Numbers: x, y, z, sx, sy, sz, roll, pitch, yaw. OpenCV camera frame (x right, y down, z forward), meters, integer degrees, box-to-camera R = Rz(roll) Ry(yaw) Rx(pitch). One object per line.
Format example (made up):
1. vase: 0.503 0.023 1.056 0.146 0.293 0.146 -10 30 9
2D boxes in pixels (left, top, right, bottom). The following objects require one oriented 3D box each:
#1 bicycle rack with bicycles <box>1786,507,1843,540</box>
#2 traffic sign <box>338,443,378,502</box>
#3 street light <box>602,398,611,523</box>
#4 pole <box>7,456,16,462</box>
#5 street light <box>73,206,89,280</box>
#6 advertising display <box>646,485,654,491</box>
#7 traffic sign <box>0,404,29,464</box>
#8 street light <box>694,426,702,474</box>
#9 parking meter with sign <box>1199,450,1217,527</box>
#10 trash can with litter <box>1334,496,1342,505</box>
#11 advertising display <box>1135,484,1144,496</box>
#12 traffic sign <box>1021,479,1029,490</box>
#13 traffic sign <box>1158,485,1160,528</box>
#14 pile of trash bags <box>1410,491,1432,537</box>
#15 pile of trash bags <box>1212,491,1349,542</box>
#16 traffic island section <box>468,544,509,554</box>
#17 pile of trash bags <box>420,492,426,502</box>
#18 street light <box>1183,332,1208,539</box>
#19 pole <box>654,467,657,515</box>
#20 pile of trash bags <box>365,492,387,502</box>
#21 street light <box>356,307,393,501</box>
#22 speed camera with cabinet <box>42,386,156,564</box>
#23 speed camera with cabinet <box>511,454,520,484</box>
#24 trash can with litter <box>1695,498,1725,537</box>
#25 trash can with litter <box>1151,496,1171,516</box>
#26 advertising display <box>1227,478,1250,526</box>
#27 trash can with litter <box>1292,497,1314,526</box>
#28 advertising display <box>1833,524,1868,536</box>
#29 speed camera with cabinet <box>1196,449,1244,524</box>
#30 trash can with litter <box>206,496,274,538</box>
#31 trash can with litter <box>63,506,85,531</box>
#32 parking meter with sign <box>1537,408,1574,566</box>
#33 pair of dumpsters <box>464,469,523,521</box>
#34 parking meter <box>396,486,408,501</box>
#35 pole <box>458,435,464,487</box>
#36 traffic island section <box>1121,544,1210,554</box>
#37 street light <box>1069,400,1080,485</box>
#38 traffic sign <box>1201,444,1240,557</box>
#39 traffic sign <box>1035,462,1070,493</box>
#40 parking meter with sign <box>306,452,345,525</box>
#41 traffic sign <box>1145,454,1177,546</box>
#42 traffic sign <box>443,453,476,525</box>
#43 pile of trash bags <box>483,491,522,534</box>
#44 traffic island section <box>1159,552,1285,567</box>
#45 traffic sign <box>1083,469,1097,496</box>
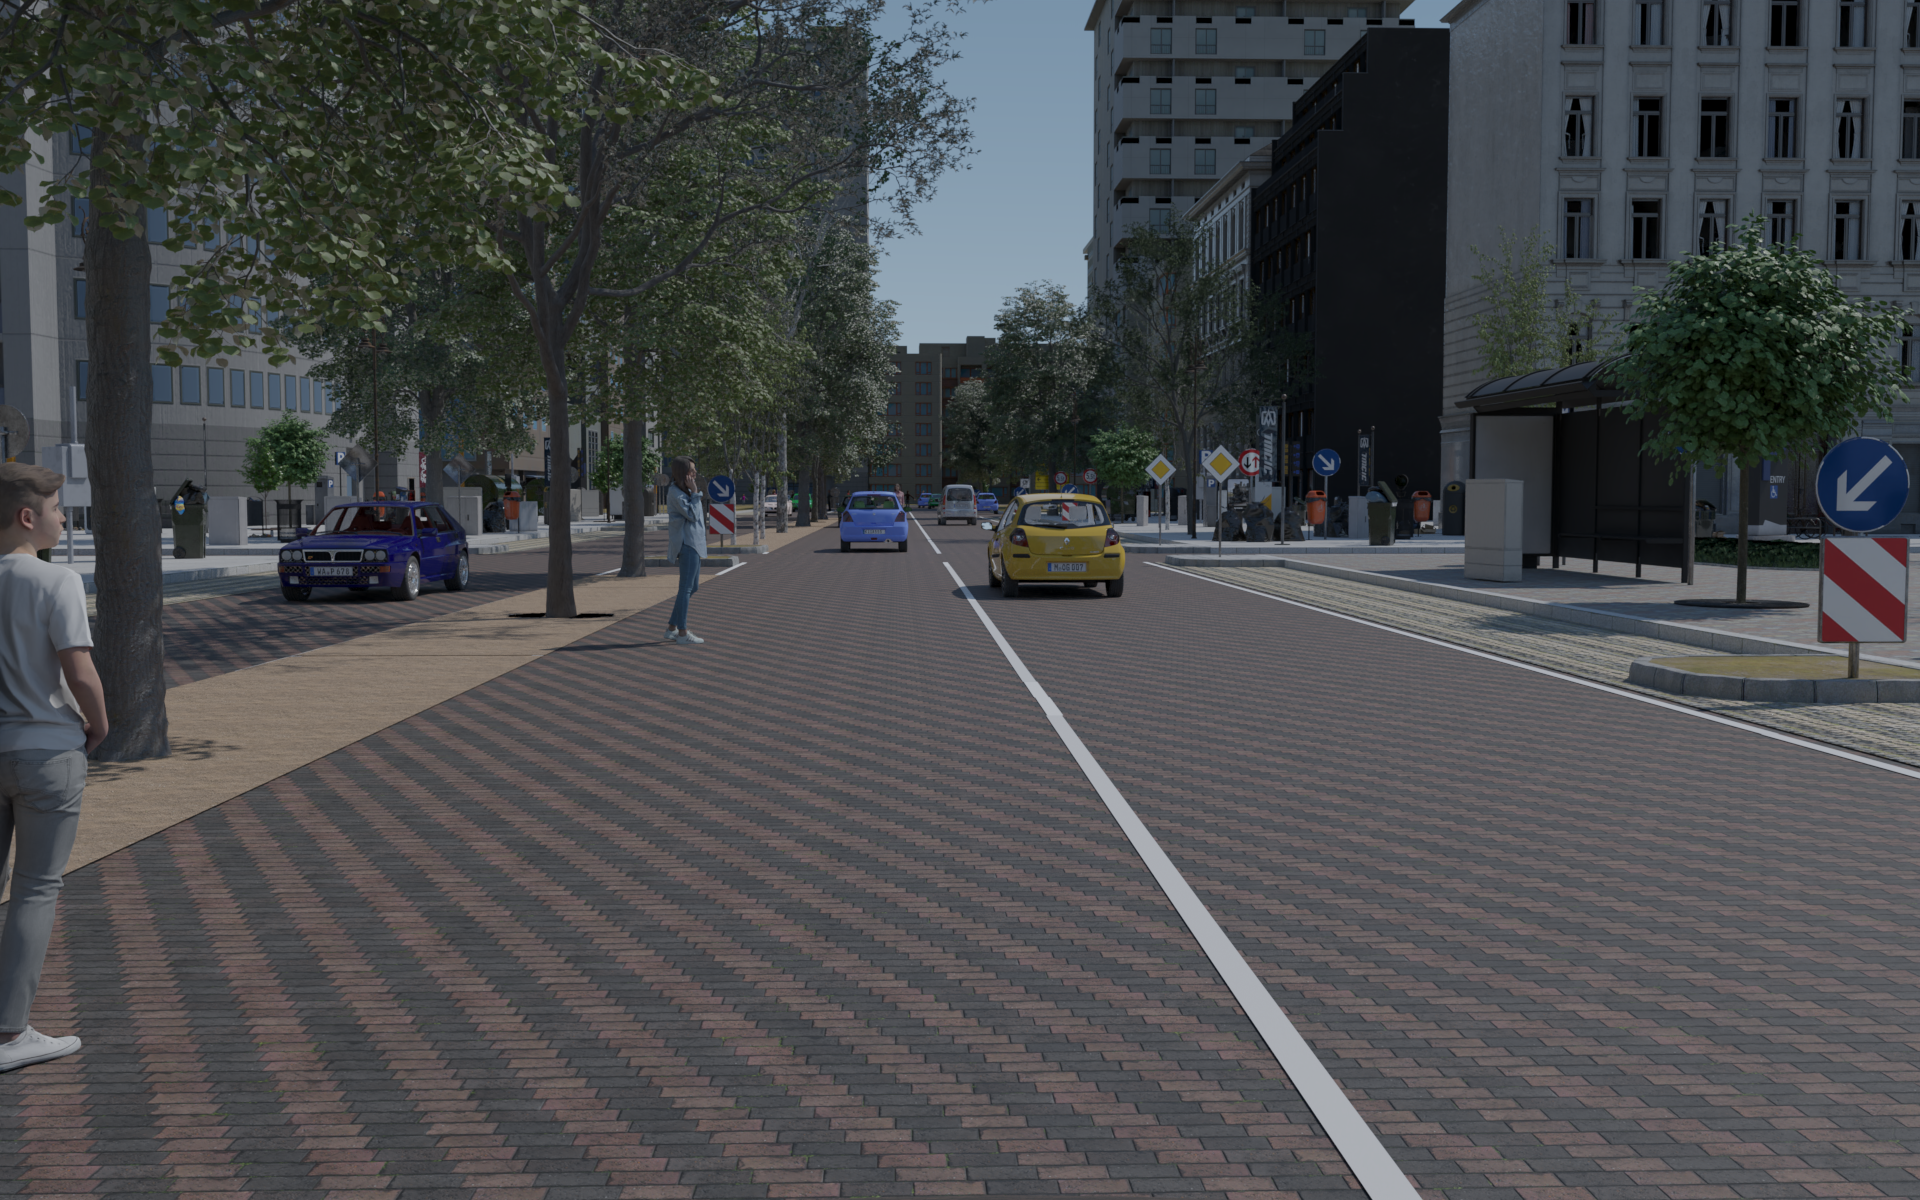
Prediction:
1. bicycle rack with bicycles: 23.907 -2.215 49.602 2.852 0.926 2.925 -3 5 -44
2. traffic sign: -11.967 -1.884 34.452 0.795 2.450 0.064 0 4 -2
3. street light: -15.594 -6.360 76.775 0.468 5.910 1.993 0 4 -2
4. pole: -24.831 -3.150 45.353 0.158 3.312 0.155 0 3 0
5. street light: -13.758 -3.386 28.147 0.468 5.910 1.993 0 4 -2
6. advertising display: -19.688 -6.385 109.608 0.974 1.923 0.123 -2 4 -30
7. traffic sign: -13.585 -1.498 24.606 0.768 2.556 0.104 0 4 5
8. street light: -16.702 -8.445 110.860 0.468 5.910 1.993 0 4 -2
9. parking meter with sign: 9.766 -4.379 67.851 0.543 3.016 1.738 0 4 -1
10. trash can with litter: 12.870 -2.951 59.301 1.678 1.210 2.233 0 4 6
11. advertising display: 11.228 -6.304 108.291 0.123 1.923 0.974 3 4 38
12. traffic sign: 4.365 -6.978 116.217 0.606 2.300 0.079 0 4 4
13. traffic sign: 7.538 -3.935 65.528 0.795 2.450 0.064 0 4 -1
14. pile of trash bags: 12.379 -2.570 51.779 3.447 1.369 1.912 0 4 -1
15. pile of trash bags: 8.682 -2.302 47.391 3.447 1.369 1.912 -2 4 -32
16. traffic island section: -12.280 -1.236 42.493 2.009 0.180 2.903 0 4 -2
17. pile of trash bags: -29.994 -5.294 96.313 1.912 1.369 3.447 -1 4 -15
18. street light: 6.737 -4.702 49.658 0.468 5.910 1.993 0 4 -2
19. pole: -18.595 -6.840 105.676 0.158 3.312 0.155 0 3 0
20. pile of trash bags: -21.482 -3.344 64.420 1.912 1.369 3.447 -1 4 -15
21. street light: -14.344 -4.265 42.527 0.468 5.910 1.993 0 4 -2
22. speed camera with cabinet: -16.188 -2.341 32.609 0.660 3.252 2.038 2 4 24
23. speed camera with cabinet: -22.676 -5.541 84.934 2.038 3.252 0.660 0 4 3
24. trash can with litter: 19.747 -2.101 45.734 1.055 1.170 0.624 -2 4 -31
25. trash can with litter: 11.496 -5.522 101.346 1.678 1.210 2.233 1 4 20
26. advertising display: 11.350 -3.999 70.595 0.974 1.923 0.123 2 4 30
27. trash can with litter: 13.756 -3.518 68.900 1.055 1.170 0.624 2 4 32
28. advertising display: 23.567 -2.482 45.787 0.974 1.923 0.123 0 4 1
29. speed camera with cabinet: 11.274 -4.937 75.059 2.038 3.252 0.660 2 4 35
30. trash can with litter: -21.191 -2.452 51.146 2.233 1.210 1.678 0 4 0
31. trash can with litter: -31.262 -3.021 60.451 1.678 1.210 2.233 0 4 3
32. parking meter with sign: 10.056 -2.134 31.156 1.738 3.016 0.543 0 4 3
33. pair of dumpsters: -17.507 -3.798 64.593 1.574 2.255 4.437 0 4 -2
34. parking meter: -18.260 -2.952 56.684 0.372 1.533 0.369 0 3 0
35. pole: -17.278 -4.051 60.071 0.158 3.312 0.155 0 3 0
36. traffic island section: 5.000 -1.274 43.115 2.009 0.180 2.903 0 4 -2
37. street light: 5.548 -6.786 83.740 0.468 5.910 1.993 0 4 -2
38. traffic sign: 5.267 -1.921 35.057 0.795 2.450 0.064 0 4 -2
39. traffic sign: 5.939 -7.190 111.435 2.265 3.308 0.079 0 4 2
40. parking meter with sign: -26.374 -4.624 71.858 1.738 3.016 0.543 1 4 19
41. traffic sign: 4.976 -2.409 43.037 0.795 2.450 0.064 0 4 -2
42. traffic sign: -12.257 -2.372 42.432 0.795 2.450 0.064 0 4 -2
43. pile of trash bags: -15.632 -2.893 57.060 3.447 1.369 1.912 3 4 37
44. traffic island section: 5.290 -0.786 35.135 2.009 0.180 2.903 0 4 -2
45. traffic sign: 6.480 -5.256 86.045 0.768 2.556 0.104 0 4 3
